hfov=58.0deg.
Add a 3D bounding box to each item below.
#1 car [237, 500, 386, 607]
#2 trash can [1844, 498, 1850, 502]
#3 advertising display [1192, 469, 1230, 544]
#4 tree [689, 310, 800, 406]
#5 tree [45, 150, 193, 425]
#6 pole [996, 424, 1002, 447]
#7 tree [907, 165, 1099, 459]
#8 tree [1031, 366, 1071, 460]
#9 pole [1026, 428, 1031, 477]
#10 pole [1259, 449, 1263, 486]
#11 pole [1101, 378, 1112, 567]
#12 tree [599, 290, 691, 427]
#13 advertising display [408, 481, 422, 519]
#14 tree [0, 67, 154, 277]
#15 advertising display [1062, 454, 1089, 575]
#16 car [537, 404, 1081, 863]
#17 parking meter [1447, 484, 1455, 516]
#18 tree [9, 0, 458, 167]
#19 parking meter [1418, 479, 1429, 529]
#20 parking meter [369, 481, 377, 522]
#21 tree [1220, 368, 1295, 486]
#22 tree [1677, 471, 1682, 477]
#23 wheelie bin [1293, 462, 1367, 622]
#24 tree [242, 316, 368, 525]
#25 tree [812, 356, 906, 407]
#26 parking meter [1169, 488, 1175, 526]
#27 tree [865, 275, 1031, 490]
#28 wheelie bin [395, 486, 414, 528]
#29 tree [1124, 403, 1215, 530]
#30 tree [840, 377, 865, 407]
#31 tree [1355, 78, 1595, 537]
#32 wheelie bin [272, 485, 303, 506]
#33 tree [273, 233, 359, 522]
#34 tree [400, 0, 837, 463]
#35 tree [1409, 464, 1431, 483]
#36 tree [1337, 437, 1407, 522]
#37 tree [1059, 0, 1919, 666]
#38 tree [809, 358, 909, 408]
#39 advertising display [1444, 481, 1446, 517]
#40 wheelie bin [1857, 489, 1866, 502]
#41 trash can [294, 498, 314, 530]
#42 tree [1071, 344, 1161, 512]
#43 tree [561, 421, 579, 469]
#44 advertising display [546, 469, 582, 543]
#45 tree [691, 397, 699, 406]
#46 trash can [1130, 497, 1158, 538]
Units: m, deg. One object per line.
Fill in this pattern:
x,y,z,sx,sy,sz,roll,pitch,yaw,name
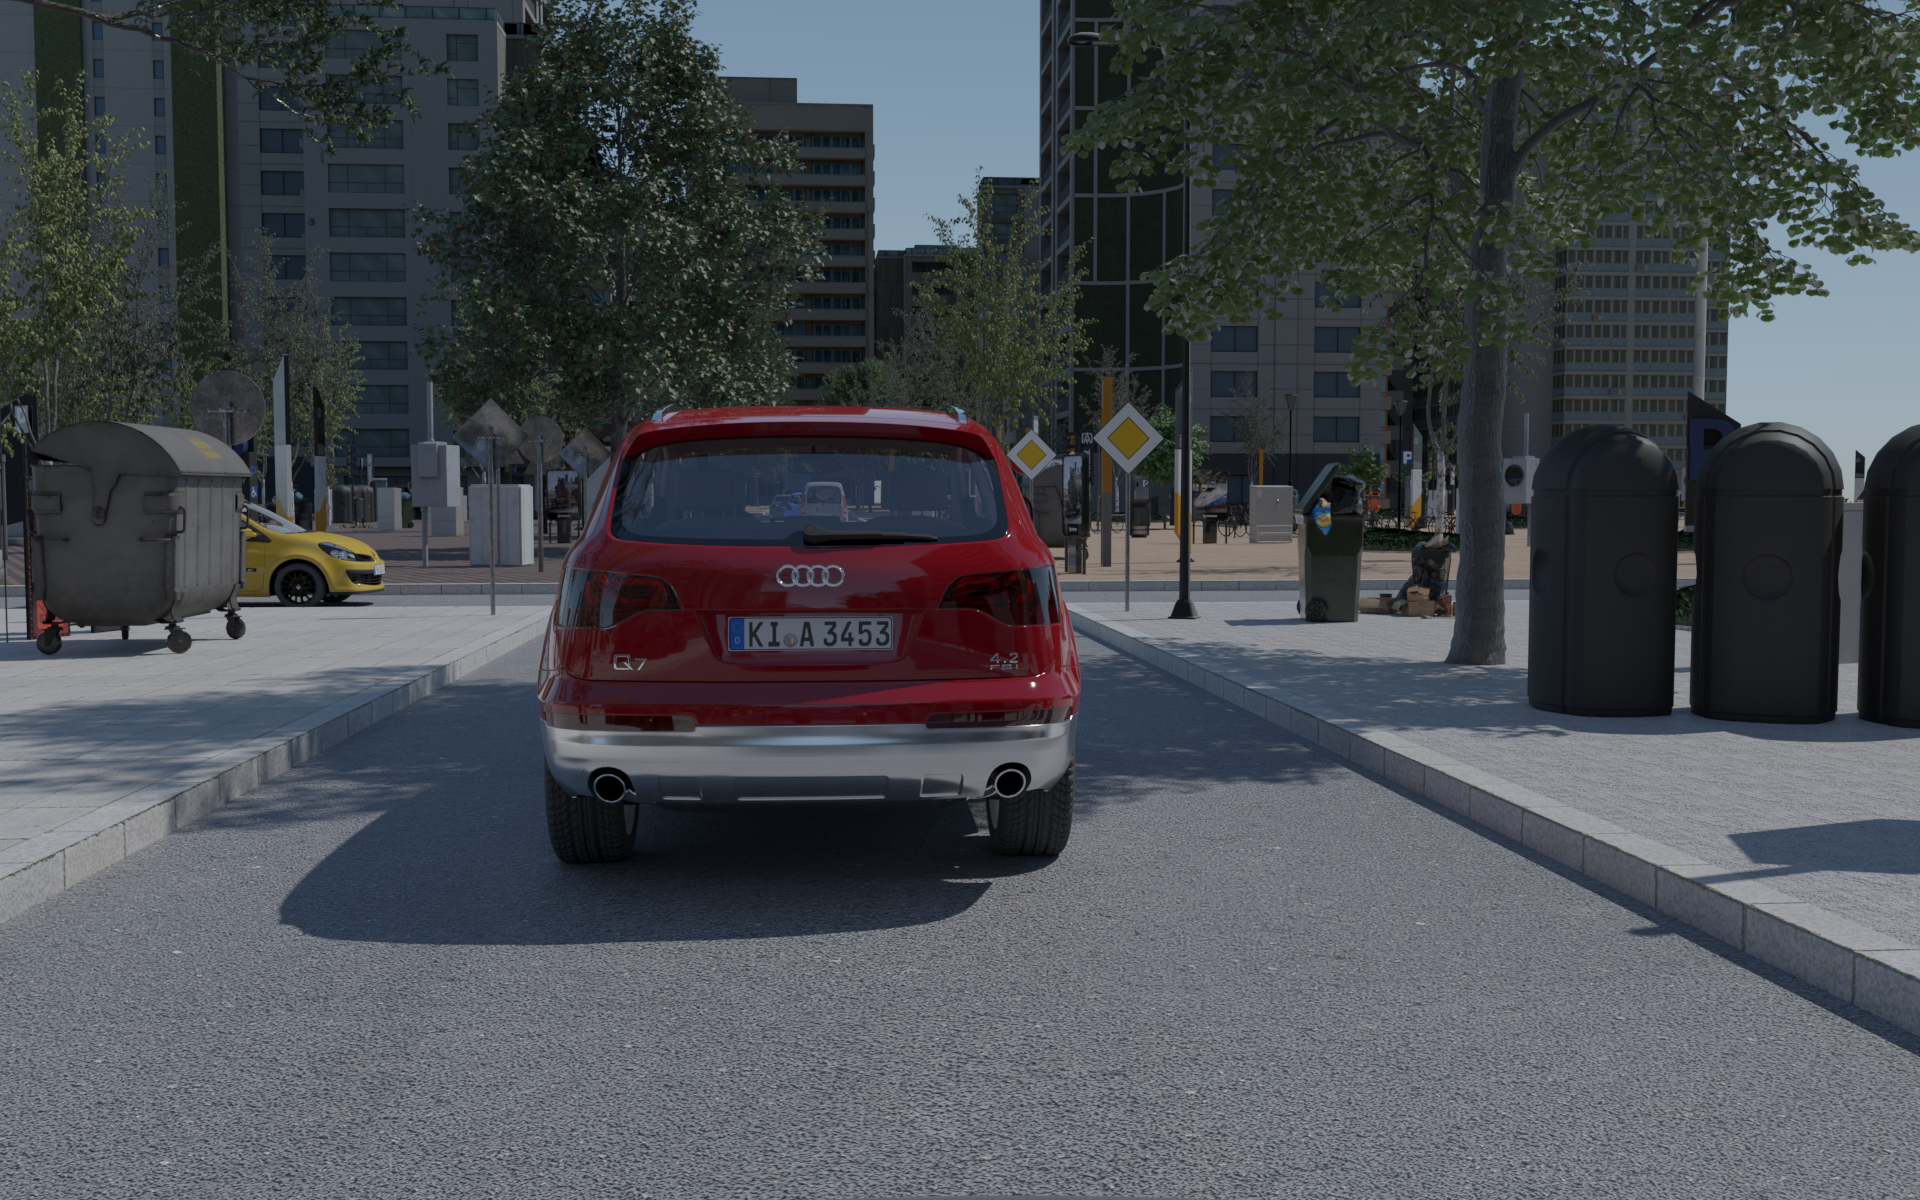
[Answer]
-9.456,-0.731,22.180,3.980,1.641,2.015,0,4,-5,car
29.677,-2.873,58.625,0.748,1.137,0.748,0,3,0,trash can
6.486,-2.427,44.889,0.974,1.923,0.123,1,4,18,advertising display
-13.564,-11.596,107.729,7.486,12.596,7.792,0,3,0,tree
-18.311,-5.365,38.088,4.360,8.622,3.978,0,3,0,tree
1.141,-3.477,50.691,0.158,3.312,0.155,0,3,0,pole
0.928,-5.475,39.877,4.737,8.622,4.395,0,3,0,tree
4.538,-9.173,100.340,4.360,8.622,3.978,0,3,0,tree
2.114,-3.656,53.626,0.158,3.312,0.155,0,3,0,pole
13.664,-5.185,78.624,0.158,3.312,0.155,0,3,0,pole
2.575,-2.240,30.467,0.158,3.312,0.155,0,3,0,pole
-10.377,-6.503,56.685,4.360,8.622,3.978,0,3,0,tree
-27.671,-5.084,88.333,0.123,1.923,0.974,3,5,41,advertising display
-15.890,-4.844,29.568,4.737,8.622,4.395,0,3,0,tree
1.862,-1.392,27.971,0.123,1.923,0.974,-1,4,-16,advertising display
-0.701,0.021,8.329,2.281,1.827,5.304,0,4,-5,car
28.758,-5.861,101.530,0.399,1.863,0.255,3,4,37,parking meter
-6.123,-4.545,8.731,7.601,10.594,8.767,0,4,4,tree
17.178,-3.586,64.345,0.399,1.863,0.255,3,5,41,parking meter
-27.268,-4.573,80.481,0.255,1.863,0.399,-2,4,-27,parking meter
17.414,-9.265,101.843,4.360,8.622,3.978,0,3,0,tree
28.772,-4.436,67.125,1.663,3.219,1.824,0,3,0,tree
3.763,-0.591,17.578,0.693,1.594,0.980,0,4,3,wheelie bin
-26.084,-7.360,70.699,4.737,8.622,4.395,0,3,0,tree
-7.532,-12.495,130.050,9.928,11.665,9.643,0,3,0,tree
8.696,-3.787,70.329,0.372,1.533,0.369,0,3,0,parking meter
-0.354,-6.627,58.713,4.360,8.622,3.978,0,3,0,tree
-20.968,-3.498,65.093,0.980,1.594,0.693,2,4,30,wheelie bin
7.493,-4.819,62.502,4.285,4.588,4.351,0,3,0,tree
-3.232,-7.885,79.282,4.360,8.622,3.978,0,3,0,tree
8.718,-4.897,30.424,4.360,8.622,3.978,0,3,0,tree
-22.995,-3.143,59.301,0.980,1.594,0.693,-2,4,-31,wheelie bin
-18.542,-5.959,47.787,4.360,8.622,3.978,0,3,0,tree
-7.565,-7.417,38.283,9.611,12.733,9.660,0,3,0,tree
20.843,-5.183,79.337,1.663,3.219,1.824,0,3,0,tree
13.739,-3.908,58.500,1.663,3.219,1.824,0,3,0,tree
4.330,-5.800,12.954,7.486,12.596,7.792,0,3,0,tree
-6.263,-11.257,118.465,8.767,10.594,7.601,-2,4,-28,tree
23.756,-4.906,85.421,0.123,1.923,0.974,2,4,32,advertising display
33.156,-3.378,63.142,0.693,1.594,0.980,0,4,7,wheelie bin
-21.509,-2.753,56.658,0.748,1.137,0.748,0,3,0,trash can
7.724,-8.204,84.494,4.360,8.622,3.978,0,3,0,tree
-18.976,-7.953,80.398,4.737,8.622,4.395,0,3,0,tree
-10.324,-2.442,45.141,0.974,1.923,0.123,1,4,18,advertising display
-11.861,-8.508,73.515,7.601,10.594,8.767,-1,4,-9,tree
5.274,-2.406,50.991,0.748,1.137,0.748,0,3,0,trash can
